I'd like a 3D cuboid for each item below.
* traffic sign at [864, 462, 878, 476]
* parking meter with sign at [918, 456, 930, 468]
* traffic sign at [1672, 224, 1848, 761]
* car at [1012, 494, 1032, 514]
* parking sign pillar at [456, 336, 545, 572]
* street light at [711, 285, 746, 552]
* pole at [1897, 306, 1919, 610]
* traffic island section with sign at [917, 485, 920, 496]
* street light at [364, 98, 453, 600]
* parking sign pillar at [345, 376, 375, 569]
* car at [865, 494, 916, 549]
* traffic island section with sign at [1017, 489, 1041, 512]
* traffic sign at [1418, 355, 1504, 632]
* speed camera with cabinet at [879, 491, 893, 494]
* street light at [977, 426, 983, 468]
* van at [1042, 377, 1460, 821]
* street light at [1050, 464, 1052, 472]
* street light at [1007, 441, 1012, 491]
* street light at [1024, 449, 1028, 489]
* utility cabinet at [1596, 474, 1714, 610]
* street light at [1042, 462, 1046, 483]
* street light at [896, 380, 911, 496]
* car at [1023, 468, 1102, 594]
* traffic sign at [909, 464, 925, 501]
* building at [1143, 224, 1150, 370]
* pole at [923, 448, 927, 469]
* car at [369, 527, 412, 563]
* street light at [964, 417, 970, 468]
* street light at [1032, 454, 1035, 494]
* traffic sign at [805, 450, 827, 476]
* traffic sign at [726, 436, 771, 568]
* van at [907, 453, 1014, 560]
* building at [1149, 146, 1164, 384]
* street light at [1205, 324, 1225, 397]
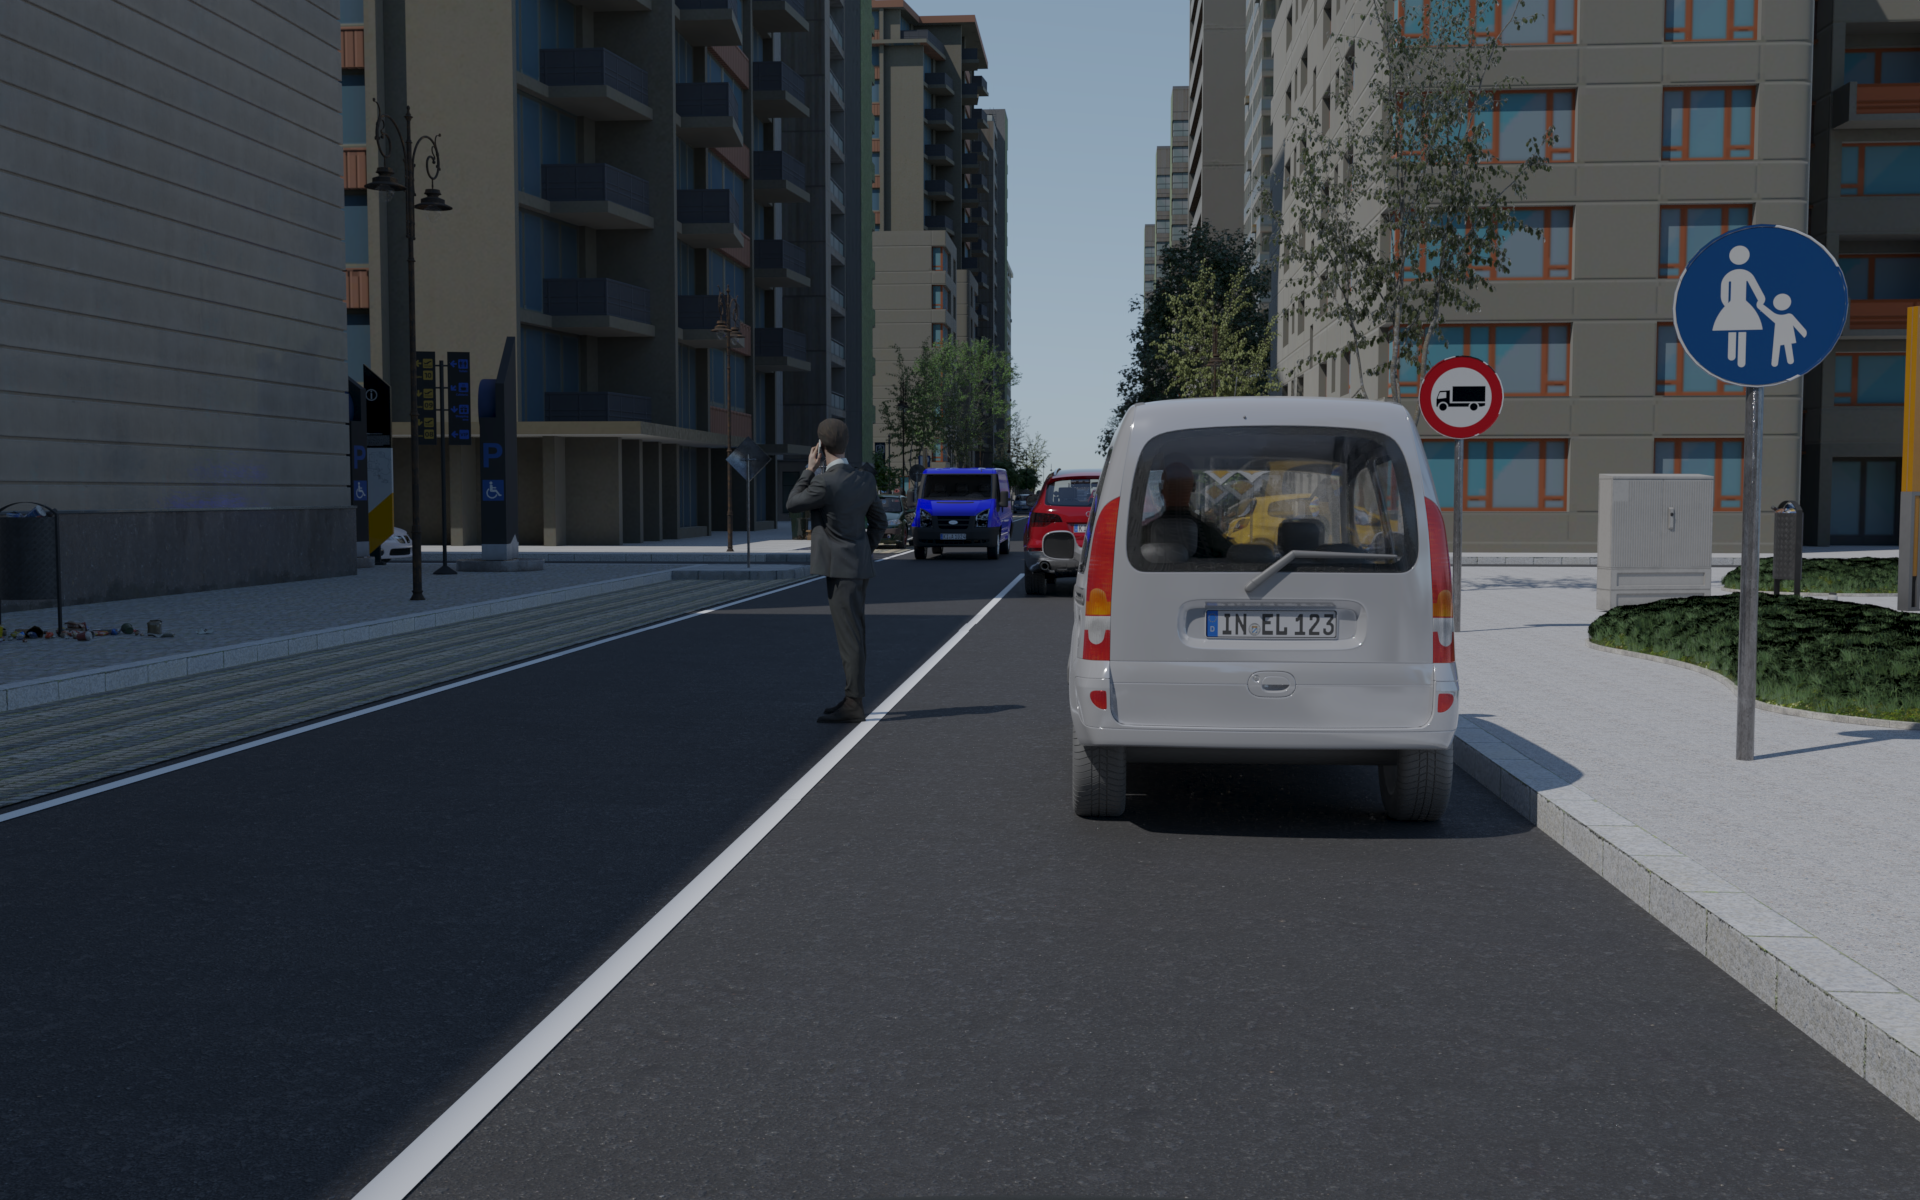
[{"bbox_3d":[-3.316,-3.698,61.646,0.795,2.450,0.064,1,4,10],"label":"traffic sign"},{"bbox_3d":[-1.524,-4.974,77.592,0.543,3.016,1.738,0,4,-6],"label":"parking meter with sign"},{"bbox_3d":[3.790,-0.500,8.286,0.768,2.556,0.104,1,4,14],"label":"traffic sign"},{"bbox_3d":[4.841,-7.132,128.612,2.014,1.417,4.499,0,4,3],"label":"car"},{"bbox_3d":[-7.737,-2.482,29.056,1.447,3.967,1.447,0,4,-6],"label":"parking sign pillar"},{"bbox_3d":[-5.116,-4.013,38.393,0.468,5.910,1.993,0,4,5],"label":"street light"},{"bbox_3d":[10.427,-1.535,18.941,0.158,3.312,0.155,0,3,0],"label":"pole"},{"bbox_3d":[-1.161,-3.157,60.248,1.989,1.847,2.006,0,4,5],"label":"traffic island section with sign"},{"bbox_3d":[-6.563,-2.935,20.779,0.468,5.910,1.993,0,4,5],"label":"street light"},{"bbox_3d":[-10.973,-2.546,30.107,1.447,3.967,1.447,1,4,19],"label":"parking sign pillar"},{"bbox_3d":[-2.136,-2.237,46.361,2.009,1.686,4.222,0,4,6],"label":"car"},{"bbox_3d":[5.330,-7.861,137.156,1.989,1.847,2.006,0,4,5],"label":"traffic island section with sign"},{"bbox_3d":[4.609,-0.973,16.015,0.768,2.556,0.104,0,4,5],"label":"traffic sign"},{"bbox_3d":[-4.685,-7.106,110.525,0.660,3.252,2.038,2,4,32],"label":"speed camera with cabinet"},{"bbox_3d":[1.358,-8.717,115.302,0.468,5.910,1.993,0,4,5],"label":"street light"},{"bbox_3d":[1.418,-0.122,9.015,2.013,2.044,4.112,0,4,4],"label":"van"},{"bbox_3d":[13.799,-17.692,262.056,0.468,5.910,1.993,0,4,5],"label":"street light"},{"bbox_3d":[4.169,-10.667,147.199,0.468,5.910,1.993,0,4,5],"label":"street light"},{"bbox_3d":[6.873,-12.619,179.104,0.468,5.910,1.993,0,4,5],"label":"street light"},{"bbox_3d":[7.568,-0.622,18.850,1.173,1.500,0.318,-1,4,-8],"label":"utility cabinet"},{"bbox_3d":[11.119,-15.741,230.149,0.468,5.910,1.993,0,4,5],"label":"street light"},{"bbox_3d":[-2.295,-5.963,70.289,0.468,5.910,1.993,0,4,5],"label":"street light"},{"bbox_3d":[2.091,-1.069,26.157,2.281,1.827,5.304,0,4,6],"label":"car"},{"bbox_3d":[-1.809,-4.503,73.728,0.768,2.556,0.104,1,4,9],"label":"traffic sign"},{"bbox_3d":[34.845,-35.438,263.000,14.154,41.232,14.086,0,4,5],"label":"building"},{"bbox_3d":[-1.537,-5.035,76.170,0.158,3.312,0.155,0,3,0],"label":"pole"},{"bbox_3d":[-13.362,-1.355,34.513,4.827,1.381,2.083,0,4,5],"label":"car"},{"bbox_3d":[0.385,-7.915,102.196,0.468,5.910,1.993,0,4,5],"label":"street light"},{"bbox_3d":[8.392,-13.758,197.735,0.468,5.910,1.993,0,4,5],"label":"street light"},{"bbox_3d":[-3.005,-2.104,38.044,0.795,2.450,0.064,0,4,5],"label":"traffic sign"},{"bbox_3d":[-3.676,-1.617,30.087,0.795,2.450,0.064,0,4,5],"label":"traffic sign"},{"bbox_3d":[0.101,-2.163,39.747,2.240,2.365,5.245,0,4,6],"label":"van"},{"bbox_3d":[30.093,-31.930,205.647,14.154,41.232,14.086,0,4,5],"label":"building"},{"bbox_3d":[6.926,-4.550,47.172,0.468,5.910,1.993,0,4,5],"label":"street light"}]
